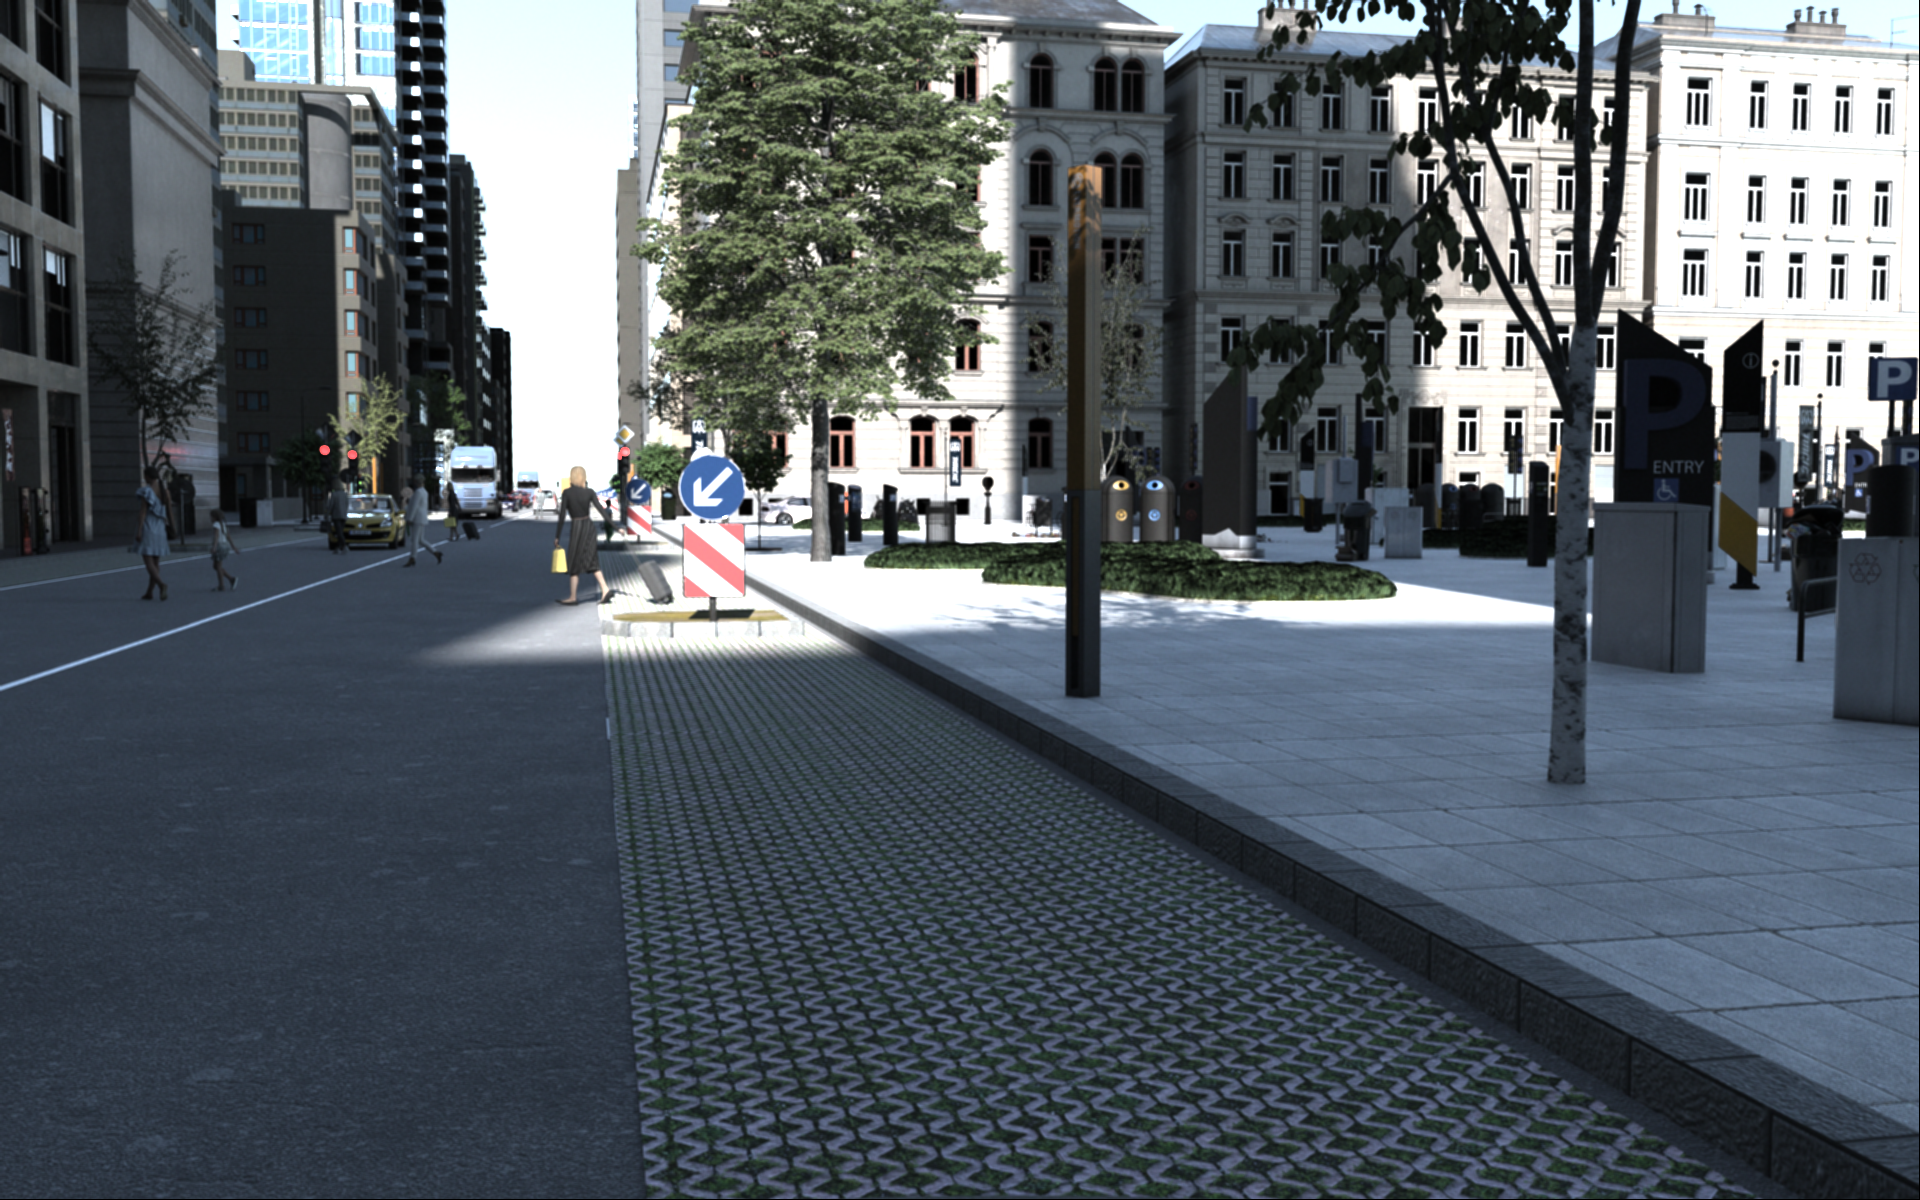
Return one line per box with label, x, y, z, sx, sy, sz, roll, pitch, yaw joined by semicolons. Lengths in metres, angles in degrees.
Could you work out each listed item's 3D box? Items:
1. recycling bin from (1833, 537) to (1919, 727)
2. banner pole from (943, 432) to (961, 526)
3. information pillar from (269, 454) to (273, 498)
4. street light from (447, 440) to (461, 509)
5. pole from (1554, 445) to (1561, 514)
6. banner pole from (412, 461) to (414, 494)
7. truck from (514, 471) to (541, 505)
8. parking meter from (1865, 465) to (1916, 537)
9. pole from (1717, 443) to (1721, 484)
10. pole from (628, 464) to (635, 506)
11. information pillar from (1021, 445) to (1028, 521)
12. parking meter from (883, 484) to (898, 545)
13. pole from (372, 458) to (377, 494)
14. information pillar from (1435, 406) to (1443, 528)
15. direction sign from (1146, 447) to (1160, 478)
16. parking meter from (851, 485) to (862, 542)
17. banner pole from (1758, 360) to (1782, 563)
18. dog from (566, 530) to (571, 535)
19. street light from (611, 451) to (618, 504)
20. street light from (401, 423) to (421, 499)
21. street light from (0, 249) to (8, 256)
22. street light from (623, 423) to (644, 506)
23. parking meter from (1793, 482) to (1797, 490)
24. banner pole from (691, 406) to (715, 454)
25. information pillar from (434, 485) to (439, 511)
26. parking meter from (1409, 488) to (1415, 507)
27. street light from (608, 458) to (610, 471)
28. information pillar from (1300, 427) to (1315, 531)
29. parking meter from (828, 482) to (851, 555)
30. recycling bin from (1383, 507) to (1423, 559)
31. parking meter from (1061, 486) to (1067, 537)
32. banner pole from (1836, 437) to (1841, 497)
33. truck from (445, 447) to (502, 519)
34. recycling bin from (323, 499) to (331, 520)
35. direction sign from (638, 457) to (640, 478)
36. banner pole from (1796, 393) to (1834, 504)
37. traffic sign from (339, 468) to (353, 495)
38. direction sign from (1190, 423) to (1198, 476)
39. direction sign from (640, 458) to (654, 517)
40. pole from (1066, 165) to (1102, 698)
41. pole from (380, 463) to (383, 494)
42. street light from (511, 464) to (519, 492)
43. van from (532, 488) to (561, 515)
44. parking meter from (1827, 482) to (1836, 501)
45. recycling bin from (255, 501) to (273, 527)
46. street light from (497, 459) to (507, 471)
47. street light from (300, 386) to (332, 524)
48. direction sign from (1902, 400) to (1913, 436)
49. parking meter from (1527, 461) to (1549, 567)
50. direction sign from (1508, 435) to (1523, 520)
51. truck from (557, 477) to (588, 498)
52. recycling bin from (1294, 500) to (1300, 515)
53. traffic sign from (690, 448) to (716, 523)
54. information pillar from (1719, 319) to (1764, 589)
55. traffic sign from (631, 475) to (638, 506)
recycling bin;5.486;0.166;9.837;0.722;1.027;0.722;-3;4;-39
banner pole;-0.344;-4.856;69.413;0.863;3.779;0.401;1;4;11
information pillar;-40.379;-6.754;101.789;0.504;3.616;0.183;2;4;24
street light;-43.669;-10.827;149.561;1.470;5.913;1.316;-1;4;-12
pole;24.921;-4.794;72.219;0.158;3.312;0.155;0;3;0
banner pole;-41.252;-8.600;130.624;0.401;3.779;0.863;-2;4;-25
truck;-50.983;-13.195;205.499;2.967;4.110;18.799;-1;4;-12
parking meter;8.107;-0.410;15.118;0.372;1.533;0.369;0;3;0
pole;30.021;-4.561;68.415;0.158;3.312;0.155;0;3;0
pole;-22.095;-7.529;116.949;0.158;3.312;0.155;0;3;0
information pillar;3.080;-5.554;82.162;0.183;3.616;0.504;1;4;22
parking meter;-1.737;-2.139;43.381;0.372;1.533;0.369;0;3;0
pole;-32.775;-6.311;97.021;0.158;3.312;0.155;0;3;0
information pillar;12.861;-3.374;46.519;0.183;3.616;0.504;0;4;4
direction sign;9.343;-5.620;83.877;0.876;3.537;0.379;-3;4;-38
parking meter;-2.830;-2.338;46.631;0.372;1.533;0.369;0;3;0
banner pole;15.021;-2.599;32.509;0.401;3.779;0.863;-3;5;-43
dog;-13.685;-2.712;61.170;0.800;0.831;0.513;-3;5;-45
street light;-29.472;-10.931;151.269;1.470;5.913;1.316;-1;4;-12
street light;-36.027;-8.629;113.628;1.470;5.913;1.316;-1;4;-12
street light;-18.724;-3.689;32.854;1.470;5.913;1.316;-1;4;-12
street light;-21.253;-8.588;112.947;1.470;5.913;1.316;-1;4;-12
parking meter;39.181;-4.640;81.582;0.255;1.863;0.399;0;4;-4
banner pole;-7.214;-3.610;49.040;0.863;3.779;0.401;-2;4;-23
information pillar;-40.453;-7.910;133.813;0.304;2.012;0.304;-3;5;-42
parking meter;19.965;-4.184;76.820;0.372;1.533;0.369;0;3;0
street light;-37.092;-13.143;187.433;1.470;5.913;1.316;-1;4;-12
information pillar;12.099;-4.216;60.292;0.504;3.616;0.183;0;4;7
parking meter;-2.609;-1.720;36.530;0.372;1.533;0.369;0;3;0
recycling bin;8.882;-1.356;34.732;0.722;1.027;0.722;1;4;11
parking meter;2.595;-2.004;41.169;0.372;1.533;0.369;0;3;0
banner pole;38.385;-5.270;76.179;0.863;3.779;0.401;0;4;-5
truck;-28.994;-7.000;104.210;2.967;4.110;18.799;-1;4;-14
recycling bin;-31.265;-4.509;86.271;0.722;1.027;0.722;-2;4;-30
direction sign;-19.532;-6.945;105.553;0.379;3.537;0.876;-1;4;-22
banner pole;21.112;-3.240;42.997;0.863;3.779;0.401;-1;4;-18
traffic sign;-30.217;-5.220;85.453;0.768;2.556;0.104;0;4;-8
direction sign;7.533;-3.909;55.909;0.379;3.537;0.876;0;4;-7
direction sign;-17.522;-6.488;98.077;0.876;3.537;0.379;0;4;-6
pole;0.780;-1.043;10.900;0.158;3.312;0.155;0;3;0
pole;-37.682;-7.278;112.833;0.158;3.312;0.155;0;3;0
street light;-69.420;-18.191;269.970;1.470;5.913;1.316;-1;4;-12
van;-29.049;-7.003;121.516;2.013;2.044;4.112;-1;4;-11
parking meter;40.542;-4.580;80.598;0.399;1.863;0.255;-2;4;-33
recycling bin;-27.246;-3.358;67.461;0.722;1.027;0.722;-3;4;-38
street light;-61.115;-15.813;231.089;1.470;5.913;1.316;-1;4;-12
street light;-27.776;-6.252;74.759;1.470;5.913;1.316;-1;4;-12
direction sign;19.374;-2.659;35.475;0.379;3.537;0.876;1;4;19
parking meter;10.226;-1.524;30.631;0.255;1.863;0.399;0;4;1
direction sign;21.386;-4.571;66.728;0.876;3.537;0.379;-3;4;-38
truck;-43.319;-12.100;193.765;3.469;3.379;9.791;-1;4;-13
recycling bin;13.987;-3.554;70.663;0.722;1.027;0.722;1;4;11
traffic sign;-7.072;-2.927;47.956;0.768;2.556;0.104;0;4;-4
information pillar;10.520;-1.955;23.311;0.504;3.616;0.183;1;4;10
traffic sign;-21.742;-7.120;116.510;0.768;2.556;0.104;-1;4;-11
